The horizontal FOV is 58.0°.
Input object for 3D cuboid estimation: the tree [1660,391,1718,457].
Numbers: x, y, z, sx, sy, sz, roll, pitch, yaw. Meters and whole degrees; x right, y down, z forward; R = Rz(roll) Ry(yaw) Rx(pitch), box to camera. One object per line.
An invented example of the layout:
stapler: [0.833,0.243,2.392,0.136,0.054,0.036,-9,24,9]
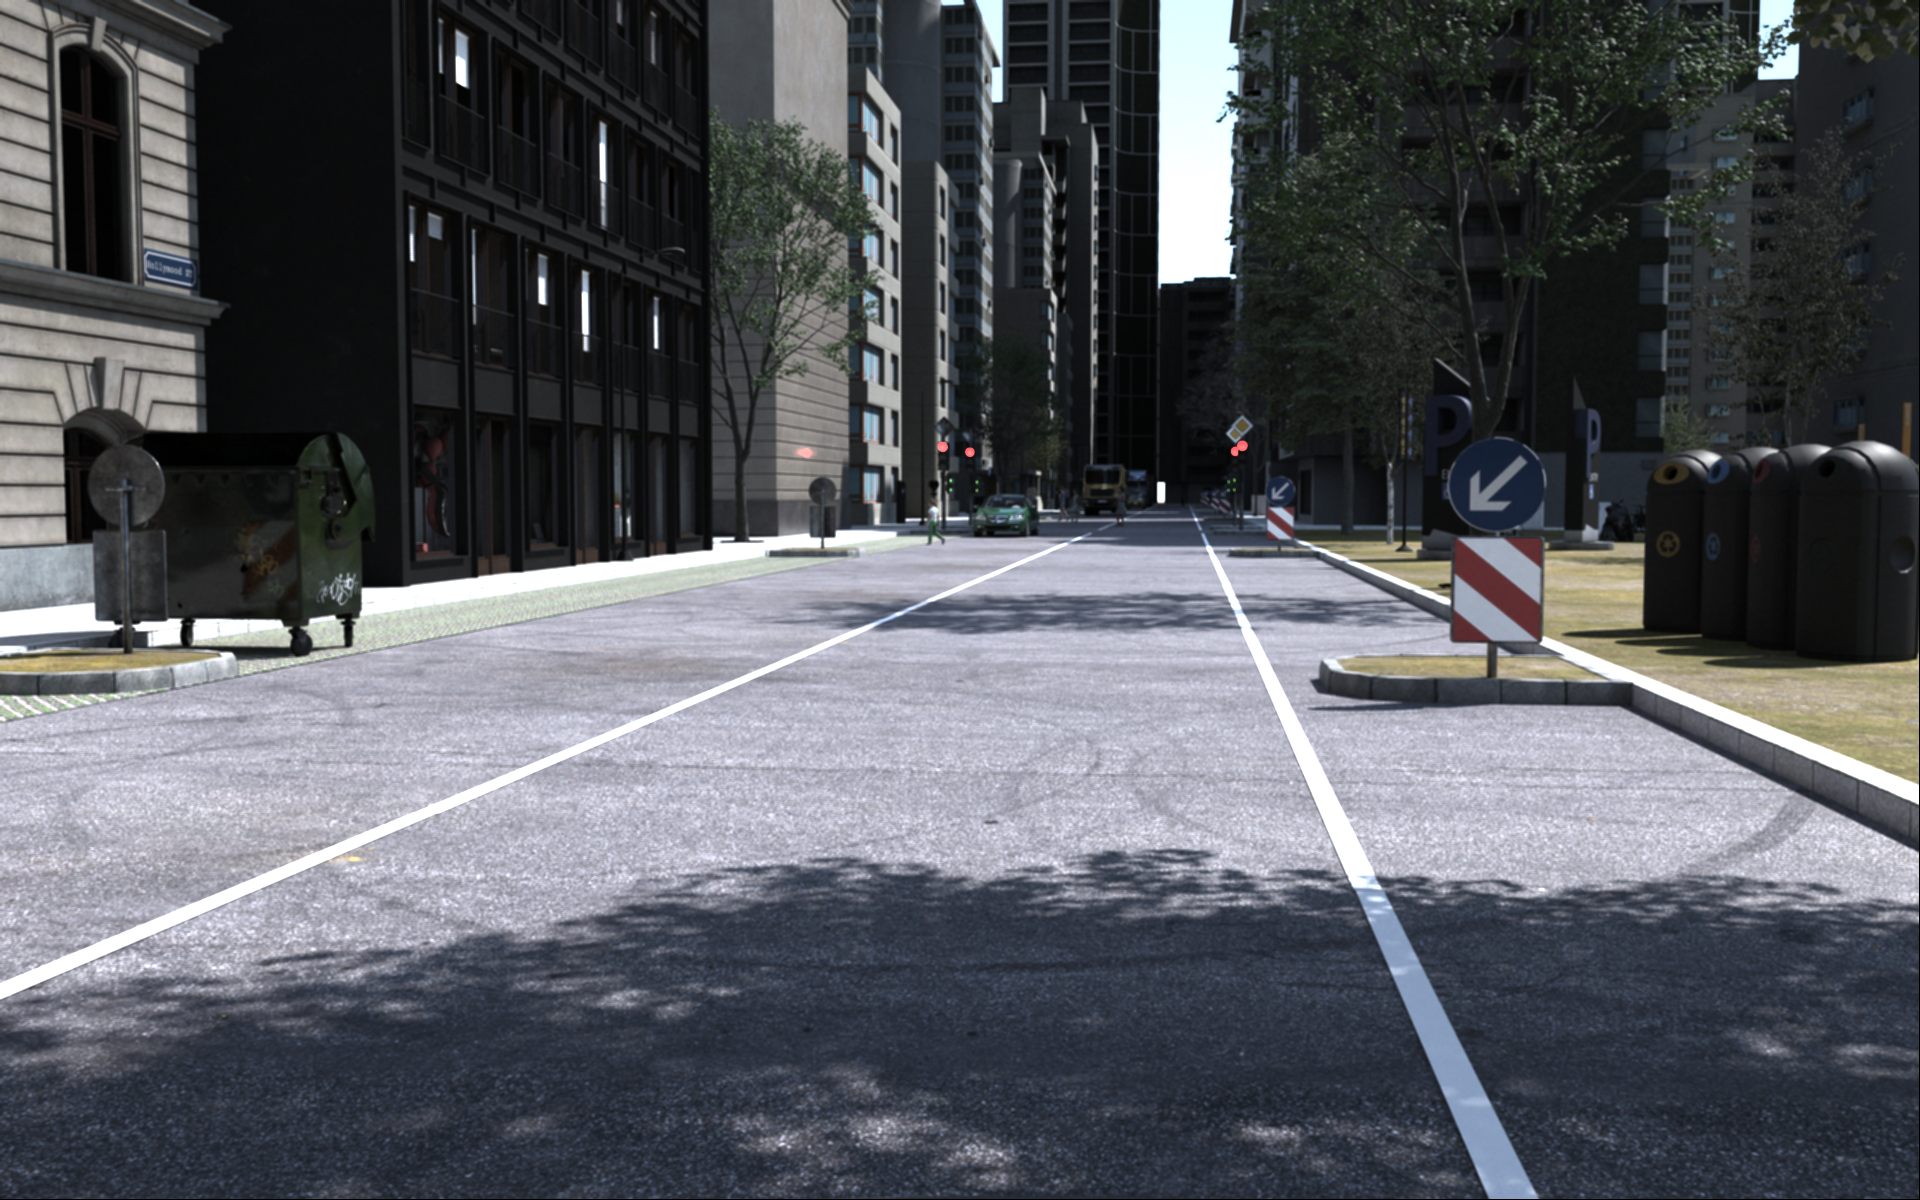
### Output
tree: [51.129,-10.544,122.757,4.737,8.622,4.395,0,3,0]

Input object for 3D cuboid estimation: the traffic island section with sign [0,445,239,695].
traffic island section with sign: [-6.704,-0.281,13.215,1.989,1.847,2.006,0,4,7]

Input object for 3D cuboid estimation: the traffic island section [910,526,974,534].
traffic island section: [-0.605,-2.478,62.801,2.009,0.180,2.903,0,4,7]

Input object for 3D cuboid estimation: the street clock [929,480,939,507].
street clock: [-1.314,-5.058,87.276,0.471,2.002,0.358,-1,4,-23]

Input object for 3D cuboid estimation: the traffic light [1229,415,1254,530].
traffic light: [9.959,-4.428,61.320,0.839,4.253,0.868,0,4,7]

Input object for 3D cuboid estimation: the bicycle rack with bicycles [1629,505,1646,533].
bicycle rack with bicycles: [23.099,-2.671,57.061,2.925,0.926,2.852,-2,4,-35]

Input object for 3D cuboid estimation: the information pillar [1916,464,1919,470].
information pillar: [23.393,-2.330,42.585,0.304,2.012,0.304,3,4,36]

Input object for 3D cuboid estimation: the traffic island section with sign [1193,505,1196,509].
traffic island section with sign: [24.096,-9.886,170.262,1.989,1.847,2.006,0,4,7]

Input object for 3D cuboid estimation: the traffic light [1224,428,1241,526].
traffic light: [10.984,-4.912,69.239,0.839,4.253,0.868,0,4,7]

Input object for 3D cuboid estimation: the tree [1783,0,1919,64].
tree: [5.123,-5.310,4.950,7.486,12.596,7.792,0,3,0]

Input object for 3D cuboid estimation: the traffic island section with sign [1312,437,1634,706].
traffic island section with sign: [3.707,-0.254,12.777,1.989,1.847,2.006,0,4,7]

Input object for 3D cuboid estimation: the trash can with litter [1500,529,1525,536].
trash can with litter: [15.770,-2.438,50.922,2.233,1.210,1.678,-2,4,-29]

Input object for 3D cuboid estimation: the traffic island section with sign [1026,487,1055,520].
traffic island section with sign: [4.033,-5.346,96.034,1.989,1.847,2.006,0,4,7]

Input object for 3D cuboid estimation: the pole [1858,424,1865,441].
pole: [26.058,-3.444,50.146,0.158,3.312,0.155,0,3,0]

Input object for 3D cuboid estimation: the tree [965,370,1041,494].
tree: [2.466,-9.289,102.236,4.360,8.622,3.978,0,3,0]

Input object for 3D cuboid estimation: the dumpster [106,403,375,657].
dumpster: [-6.528,-0.656,15.672,1.985,2.255,1.502,0,4,8]

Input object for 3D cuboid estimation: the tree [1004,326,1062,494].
tree: [2.634,-11.187,108.664,9.928,11.665,9.643,0,3,0]

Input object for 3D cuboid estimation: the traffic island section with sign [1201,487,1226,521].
traffic island section with sign: [14.268,-5.237,94.247,1.989,1.847,2.006,0,4,7]

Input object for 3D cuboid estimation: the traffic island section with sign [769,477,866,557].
traffic island section with sign: [-3.224,-1.919,40.002,1.989,1.847,2.006,0,4,7]

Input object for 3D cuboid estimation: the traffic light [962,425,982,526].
traffic light: [0.458,-4.994,70.580,0.839,4.253,0.868,0,4,7]

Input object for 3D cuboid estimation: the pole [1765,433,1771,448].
pole: [27.190,-3.946,58.362,0.158,3.312,0.155,0,3,0]

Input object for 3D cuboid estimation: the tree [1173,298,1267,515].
tree: [18.057,-11.910,105.091,12.009,13.543,11.850,0,3,0]

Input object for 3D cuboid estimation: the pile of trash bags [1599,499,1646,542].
pile of trash bags: [18.792,-2.229,46.189,3.447,1.369,1.912,3,5,39]

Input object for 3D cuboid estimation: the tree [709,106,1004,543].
tree: [-5.740,-7.340,45.762,9.928,11.665,9.643,0,3,0]

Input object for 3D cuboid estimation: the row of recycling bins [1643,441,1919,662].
row of recycling bins: [6.999,-0.476,14.903,1.069,1.692,3.534,0,4,-3]

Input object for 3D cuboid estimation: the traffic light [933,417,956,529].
traffic light: [-0.567,-4.510,62.661,0.839,4.253,0.868,0,4,7]

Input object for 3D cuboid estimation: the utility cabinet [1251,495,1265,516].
utility cabinet: [17.518,-5.512,101.279,0.306,1.237,1.020,-3,5,-40]

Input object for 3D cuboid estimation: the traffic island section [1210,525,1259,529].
traffic island section: [11.023,-2.879,69.348,2.009,0.180,2.903,0,4,7]

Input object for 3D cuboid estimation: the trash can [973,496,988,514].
trash can: [1.195,-5.865,107.542,0.748,1.137,0.748,0,3,0]

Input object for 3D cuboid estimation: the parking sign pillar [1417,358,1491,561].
parking sign pillar: [9.713,-2.778,33.899,1.447,3.967,1.447,-2,4,-35]

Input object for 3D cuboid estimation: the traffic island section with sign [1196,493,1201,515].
traffic island section with sign: [17.735,-6.882,121.148,1.989,1.847,2.006,0,4,7]

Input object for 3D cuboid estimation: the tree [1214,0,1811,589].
tree: [7.246,-5.976,23.462,9.928,11.665,9.643,0,3,0]

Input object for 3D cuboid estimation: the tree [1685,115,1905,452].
tree: [16.696,-5.156,34.671,4.360,8.622,3.978,0,3,0]

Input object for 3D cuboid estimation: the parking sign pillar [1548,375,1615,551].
parking sign pillar: [14.359,-3.146,39.914,1.447,3.967,1.447,3,4,35]

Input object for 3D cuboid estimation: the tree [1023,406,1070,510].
tree: [7.177,-11.739,142.287,4.737,8.622,4.395,0,3,0]

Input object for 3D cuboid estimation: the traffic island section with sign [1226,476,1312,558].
traffic island section with sign: [7.215,-1.910,39.860,1.989,1.847,2.006,0,4,7]

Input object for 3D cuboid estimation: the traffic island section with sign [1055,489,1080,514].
traffic island section with sign: [7.494,-6.981,122.767,1.989,1.847,2.006,0,4,7]

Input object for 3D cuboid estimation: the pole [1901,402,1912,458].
pole: [21.087,-2.741,38.652,0.158,3.312,0.155,0,3,0]

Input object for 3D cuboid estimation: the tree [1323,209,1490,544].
tree: [11.092,-5.733,44.093,4.360,8.622,3.978,0,3,0]

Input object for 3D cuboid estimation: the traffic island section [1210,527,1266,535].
traffic island section: [9.997,-2.394,61.428,2.009,0.180,2.903,0,4,7]

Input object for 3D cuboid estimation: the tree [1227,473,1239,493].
tree: [22.991,-9.297,146.609,1.663,3.219,1.824,0,3,0]
